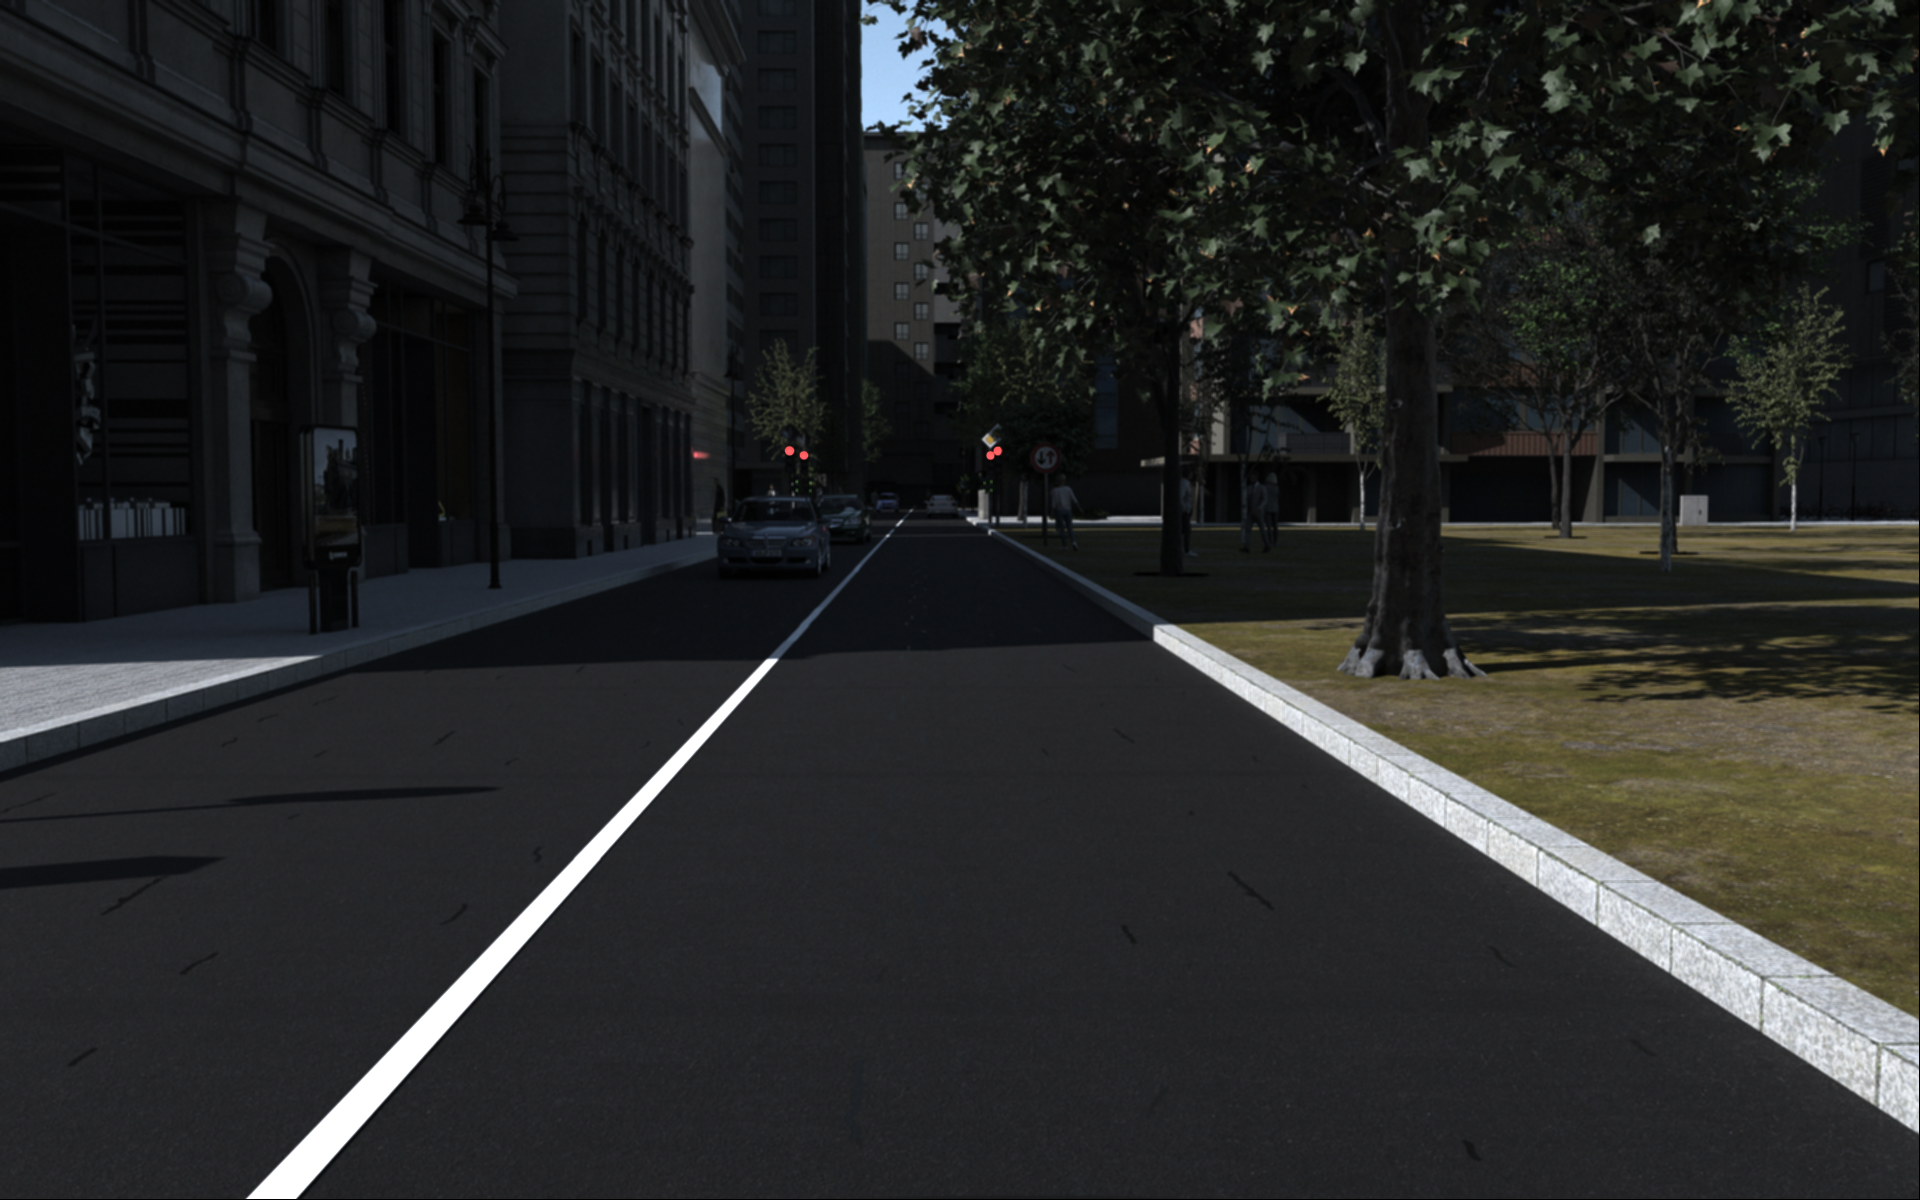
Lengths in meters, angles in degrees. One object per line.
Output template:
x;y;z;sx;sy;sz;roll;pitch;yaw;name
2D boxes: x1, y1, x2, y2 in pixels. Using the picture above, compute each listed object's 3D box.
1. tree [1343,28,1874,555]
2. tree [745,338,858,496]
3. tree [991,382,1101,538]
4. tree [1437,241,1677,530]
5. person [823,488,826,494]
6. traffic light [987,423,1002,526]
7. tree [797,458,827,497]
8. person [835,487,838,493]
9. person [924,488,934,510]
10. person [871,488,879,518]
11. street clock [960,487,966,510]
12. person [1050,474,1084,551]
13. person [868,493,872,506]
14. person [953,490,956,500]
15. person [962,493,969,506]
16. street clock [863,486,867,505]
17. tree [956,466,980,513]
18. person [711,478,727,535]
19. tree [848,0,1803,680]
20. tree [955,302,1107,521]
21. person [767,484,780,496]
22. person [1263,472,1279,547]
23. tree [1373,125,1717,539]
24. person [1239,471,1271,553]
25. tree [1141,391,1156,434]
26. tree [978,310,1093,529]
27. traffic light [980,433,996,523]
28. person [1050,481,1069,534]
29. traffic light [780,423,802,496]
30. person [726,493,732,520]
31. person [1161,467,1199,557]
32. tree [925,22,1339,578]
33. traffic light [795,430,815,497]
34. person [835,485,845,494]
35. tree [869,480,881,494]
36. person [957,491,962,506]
15.149;-6.787;36.727;9.928;11.665;9.643;0;3;0;tree
-7.864;-7.994;81.067;4.737;8.622;4.395;0;3;0;tree
2.556;-4.124;51.137;4.285;4.588;4.351;0;3;0;tree
21.330;-7.798;61.911;8.767;10.594;7.601;0;4;0;tree
-8.856;-6.386;111.045;0.643;1.750;0.593;0;4;1;person
1.477;-4.871;68.560;0.839;4.253;0.868;0;4;-1;traffic light
-7.780;-5.981;92.384;1.663;3.219;1.824;0;3;0;tree
-8.095;-6.548;113.516;0.576;1.772;0.534;3;5;43;person
-2.028;-6.362;112.427;0.656;1.842;0.836;-1;4;-11;person
-5.091;-5.865;104.589;0.606;1.804;0.583;3;4;36;person
0.248;-8.520;143.864;0.471;2.002;0.358;0;4;-1;street clock
2.466;-1.979;39.078;0.731;1.740;0.598;-2;4;-26;person
-9.284;-10.440;180.001;0.557;1.426;1.065;-2;4;-28;person
-0.592;-11.408;193.277;0.721;1.735;1.217;-1;4;-14;person
0.535;-11.225;190.511;0.756;1.711;0.436;3;4;36;person
-8.292;-8.952;150.934;0.358;2.002;0.471;-2;4;-25;street clock
1.072;-7.599;118.847;1.663;3.219;1.824;0;3;0;tree
-7.635;-2.988;55.107;0.699;1.804;1.509;0;4;1;person
3.186;-5.823;12.214;9.611;12.733;9.660;0;3;0;tree
3.181;-9.028;82.013;7.601;10.594;8.767;1;4;22;tree
-8.897;-4.673;82.790;0.623;1.781;0.721;-1;4;-10;person
7.442;-2.176;41.808;0.537;1.800;0.526;-1;4;-10;person
17.710;-8.543;50.044;12.009;13.543;11.850;0;3;0;tree
6.466;-1.926;37.812;0.850;1.792;0.678;-3;4;-39;person
8.974;-7.057;65.747;4.360;8.622;3.978;0;3;0;tree
2.512;-6.890;63.022;4.737;8.622;4.395;0;3;0;tree
1.323;-5.359;76.544;0.839;4.253;0.868;0;4;-1;traffic light
3.278;-3.024;56.073;0.593;1.750;0.643;-2;4;-29;person
-6.683;-4.860;68.388;0.839;4.253;0.868;0;4;-1;traffic light
-11.589;-4.834;85.254;0.728;1.800;0.709;1;4;17;person
4.536;-1.822;35.687;0.795;1.843;0.661;1;4;12;person
3.146;-6.179;26.779;9.928;11.665;9.643;0;3;0;tree
-6.837;-5.349;76.371;0.839;4.253;0.868;0;4;-1;traffic light
-4.516;-3.401;64.447;0.599;1.781;0.374;0;4;-6;person
-10.773;-14.047;224.271;1.663;3.219;1.824;0;3;0;tree
-0.058;-10.664;180.852;0.683;1.767;0.568;1;4;17;person
